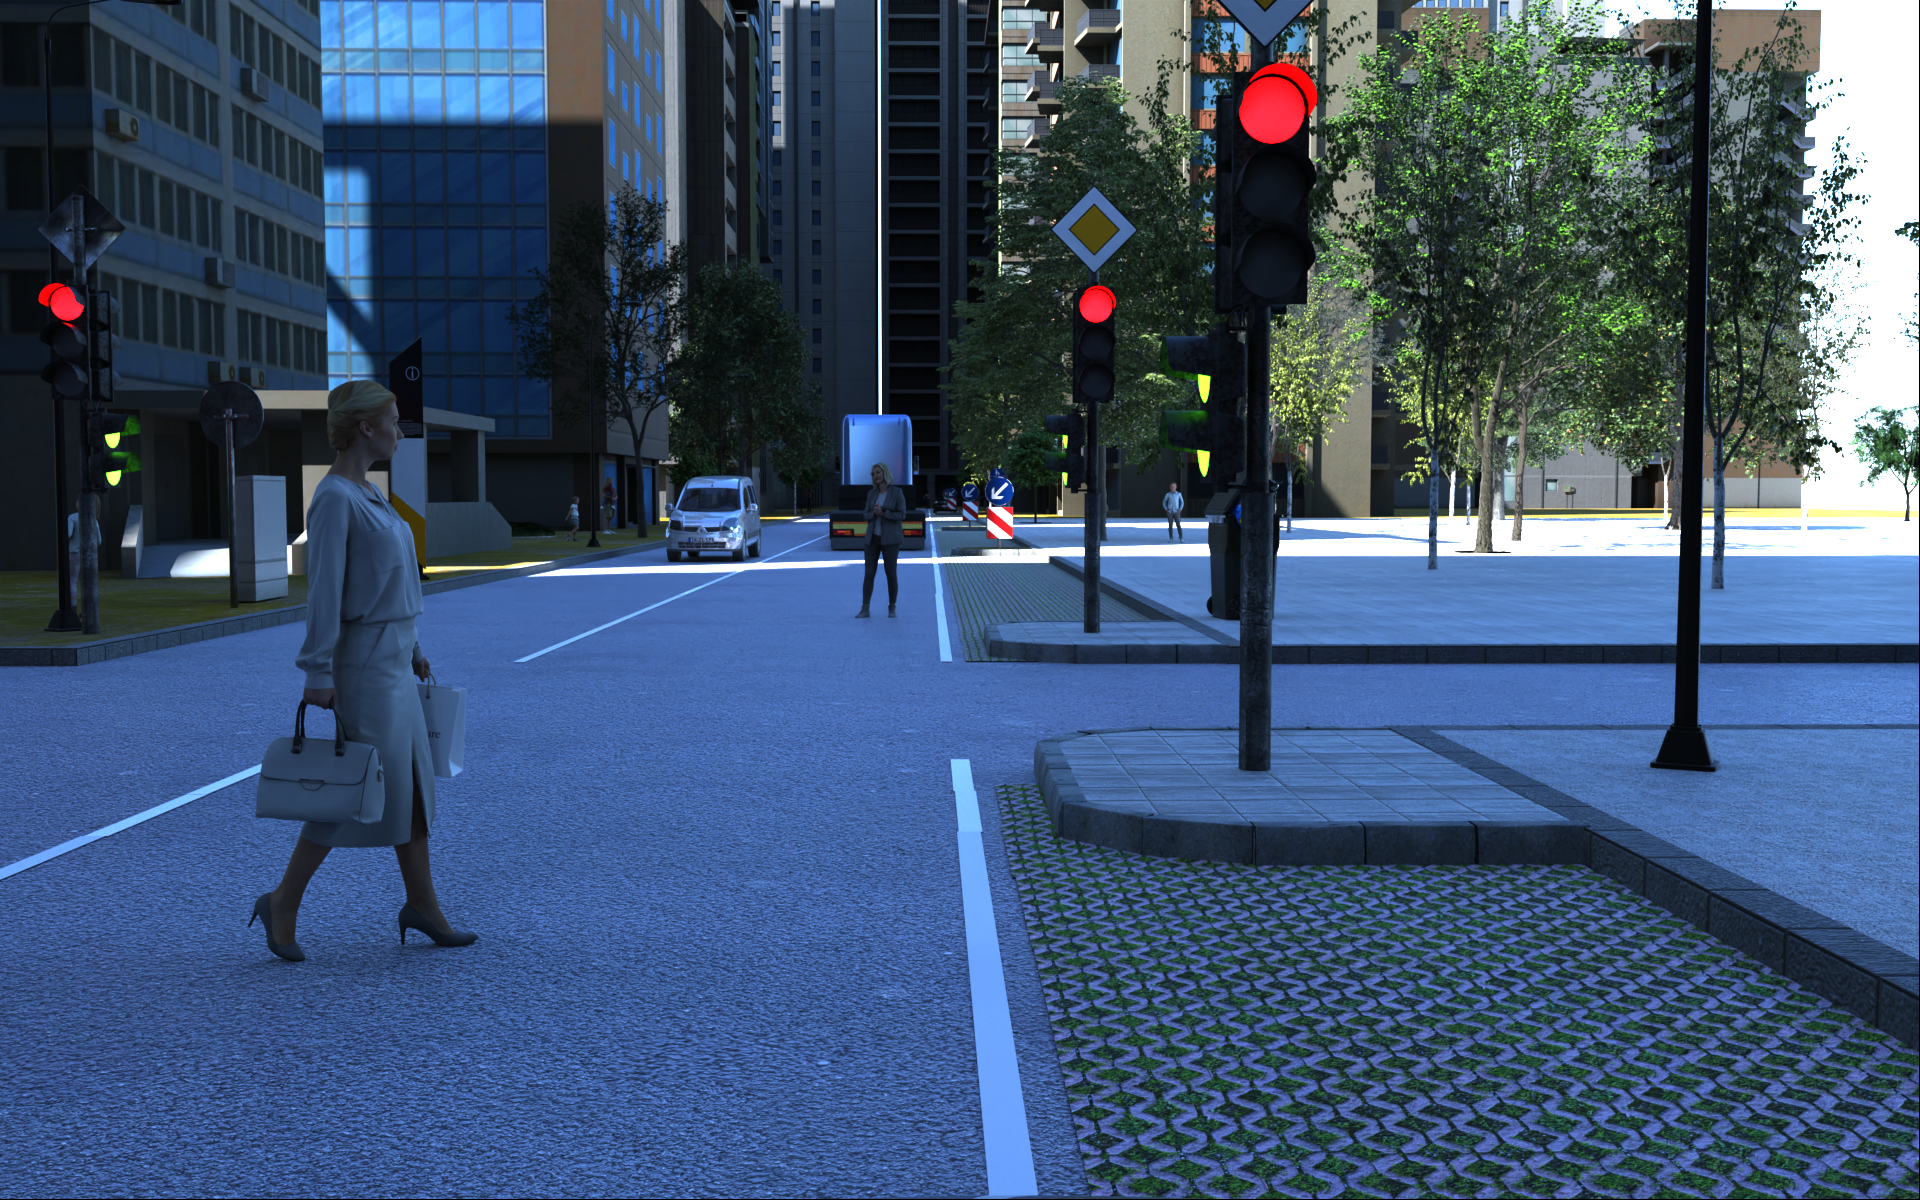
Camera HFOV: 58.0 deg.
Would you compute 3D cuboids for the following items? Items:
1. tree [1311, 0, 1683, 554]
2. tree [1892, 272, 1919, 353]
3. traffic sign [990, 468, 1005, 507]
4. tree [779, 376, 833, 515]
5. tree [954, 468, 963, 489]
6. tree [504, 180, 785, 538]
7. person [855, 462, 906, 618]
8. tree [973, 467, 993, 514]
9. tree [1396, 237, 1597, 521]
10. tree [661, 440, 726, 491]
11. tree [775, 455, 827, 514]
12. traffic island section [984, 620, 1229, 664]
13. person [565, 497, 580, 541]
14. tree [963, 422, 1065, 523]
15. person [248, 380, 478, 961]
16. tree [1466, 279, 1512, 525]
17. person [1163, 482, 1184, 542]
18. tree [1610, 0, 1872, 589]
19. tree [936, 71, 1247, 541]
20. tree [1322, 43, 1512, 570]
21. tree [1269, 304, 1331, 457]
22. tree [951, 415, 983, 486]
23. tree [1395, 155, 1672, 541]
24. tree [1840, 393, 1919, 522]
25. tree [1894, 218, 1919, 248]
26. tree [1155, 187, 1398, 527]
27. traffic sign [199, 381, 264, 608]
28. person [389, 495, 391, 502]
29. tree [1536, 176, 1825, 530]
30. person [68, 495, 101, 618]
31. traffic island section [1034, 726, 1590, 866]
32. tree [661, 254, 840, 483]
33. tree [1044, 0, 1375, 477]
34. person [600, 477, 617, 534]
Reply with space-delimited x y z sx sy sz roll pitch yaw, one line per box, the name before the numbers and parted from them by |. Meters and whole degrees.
tree | 11.286 -6.810 37.098 9.928 11.665 9.643 0 3 0
tree | 25.532 -6.370 38.564 8.767 10.594 7.601 2 4 23
traffic sign | 1.829 -5.167 84.587 0.768 2.556 0.104 0 4 5
tree | -9.859 -9.507 105.796 4.360 8.622 3.978 0 3 0
tree | 1.048 -11.295 168.387 4.285 4.588 4.351 0 3 0
tree | -9.325 -7.124 50.882 8.767 10.594 7.601 0 4 -5
person | -0.894 -0.696 20.071 0.537 1.800 0.526 2 4 30
tree | 1.772 -7.121 111.035 1.663 3.219 1.824 0 3 0
tree | 25.775 -10.777 82.854 9.857 13.997 8.962 0 3 0
tree | -9.633 -4.115 61.879 1.663 3.219 1.824 0 3 0
tree | -10.491 -8.016 114.773 4.285 4.588 4.351 0 3 0
traffic island section | 1.245 0.380 16.070 2.009 0.180 2.903 0 4 -1
person | -10.506 -2.201 47.043 0.382 1.210 0.505 0 4 1
tree | 3.245 -5.650 76.094 4.285 4.588 4.351 0 3 0
person | -1.869 0.212 5.385 0.624 1.780 0.694 1 4 10
tree | 16.172 -6.525 57.047 4.737 8.622 4.395 0 3 0
person | 5.666 -2.333 45.993 0.589 1.601 0.330 1 4 18
tree | 10.150 -4.447 23.079 4.360 8.622 3.978 0 3 0
tree | 3.784 -7.923 47.674 7.486 12.596 7.792 0 3 0
tree | 8.294 -4.824 29.234 4.360 8.622 3.978 0 3 0
tree | 14.066 -10.082 82.973 7.486 12.596 7.792 0 3 0
tree | 1.761 -9.442 104.735 4.737 8.622 4.395 0 3 0
tree | 15.573 -6.891 47.077 7.601 10.594 8.767 0 4 1
tree | 47.818 -6.762 73.472 20.602 7.101 11.467 3 5 40
tree | 19.210 -7.286 25.782 9.857 13.997 8.962 0 3 0
tree | 11.999 -9.551 66.521 12.009 13.543 11.850 0 3 0
traffic sign | -8.189 -1.184 19.468 0.768 2.556 0.104 0 4 7
person | -9.741 -1.475 30.336 0.511 1.800 0.466 0 4 8
tree | 25.605 -8.848 61.671 9.611 12.733 9.660 0 3 0
person | -9.114 -0.464 17.913 0.394 1.301 0.425 1 4 9
traffic island section | 1.397 0.868 8.087 2.009 0.180 2.903 0 4 -1
tree | -10.548 -10.153 83.012 9.611 12.733 9.660 0 3 0
tree | 3.541 -4.477 23.569 4.737 8.622 4.395 0 3 0
person | -11.231 -3.022 55.427 0.573 1.828 0.580 -1 4 -23
